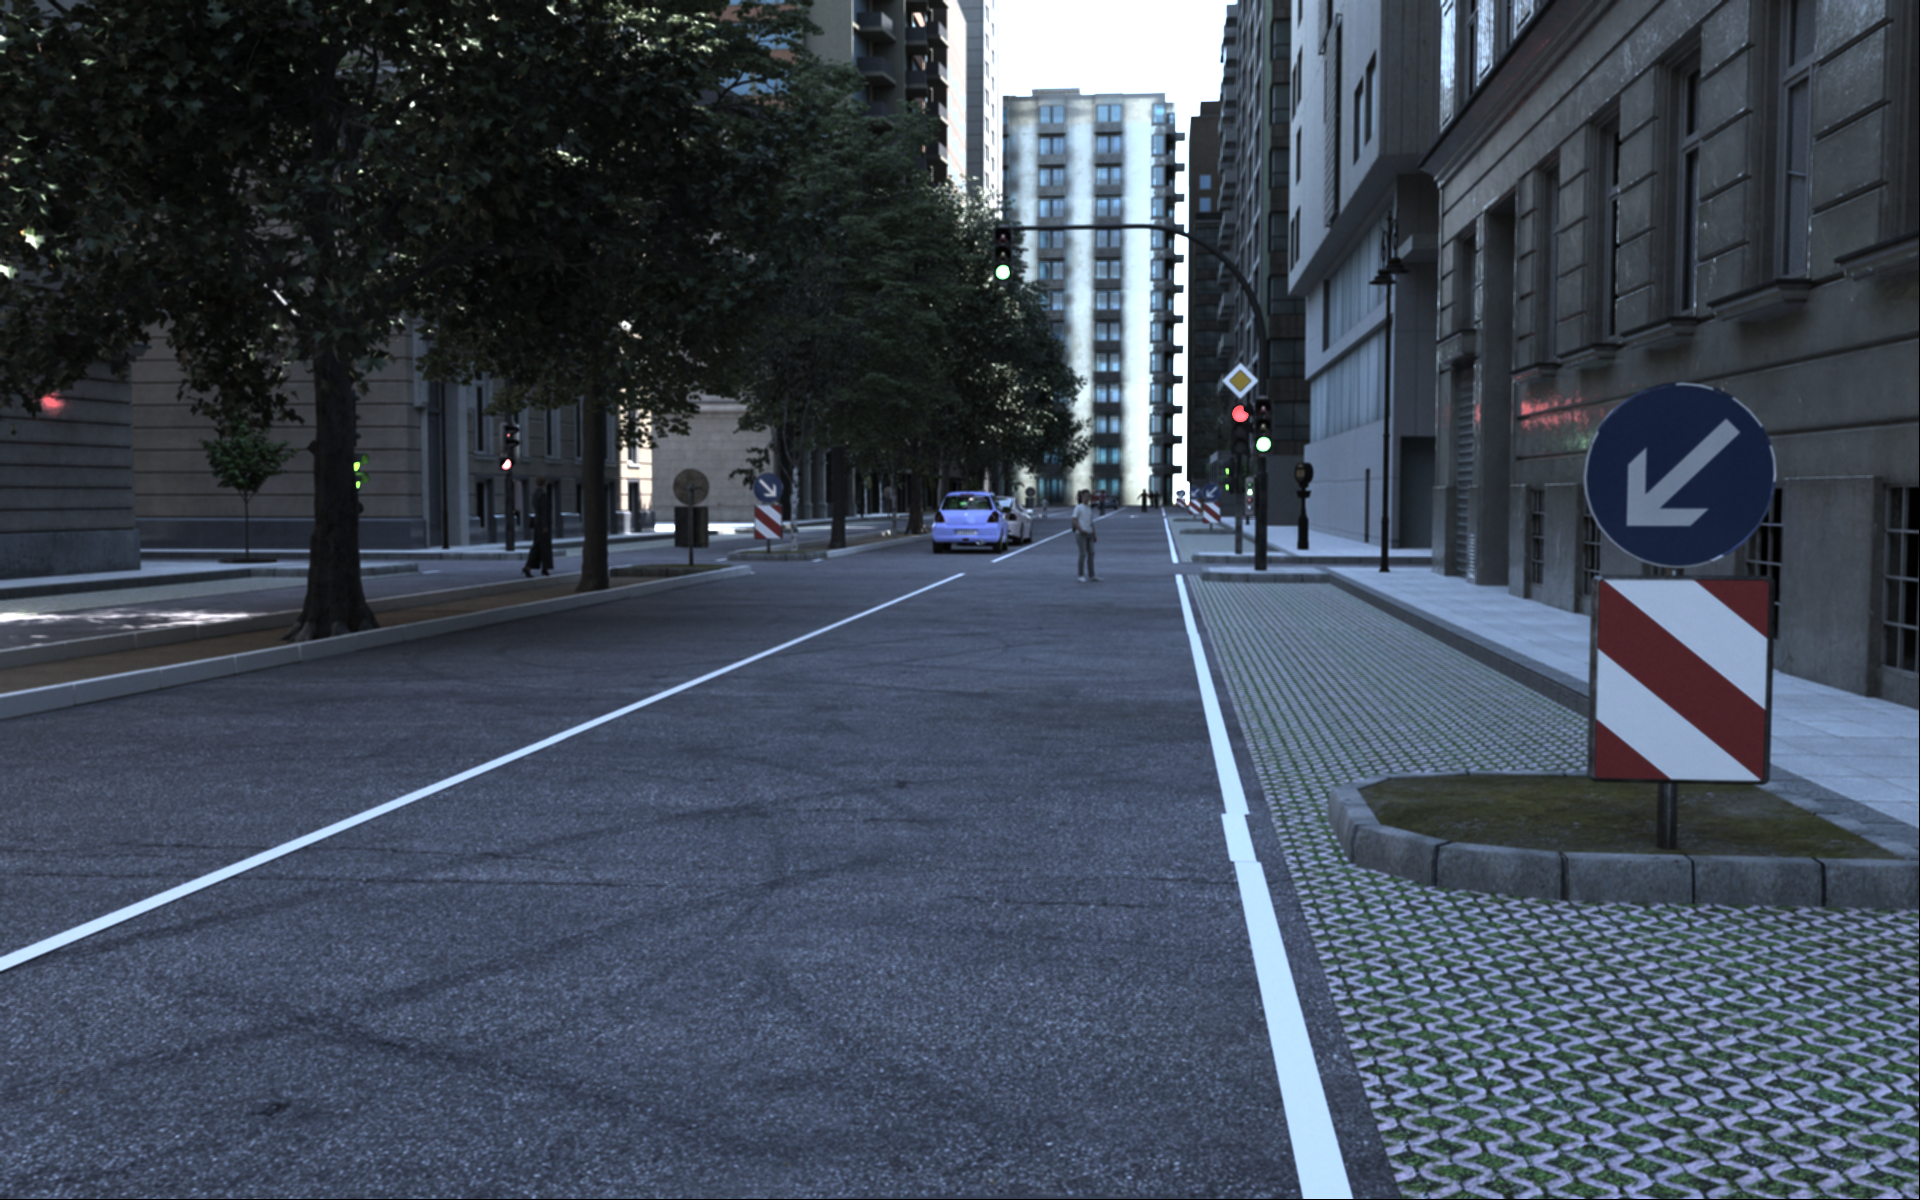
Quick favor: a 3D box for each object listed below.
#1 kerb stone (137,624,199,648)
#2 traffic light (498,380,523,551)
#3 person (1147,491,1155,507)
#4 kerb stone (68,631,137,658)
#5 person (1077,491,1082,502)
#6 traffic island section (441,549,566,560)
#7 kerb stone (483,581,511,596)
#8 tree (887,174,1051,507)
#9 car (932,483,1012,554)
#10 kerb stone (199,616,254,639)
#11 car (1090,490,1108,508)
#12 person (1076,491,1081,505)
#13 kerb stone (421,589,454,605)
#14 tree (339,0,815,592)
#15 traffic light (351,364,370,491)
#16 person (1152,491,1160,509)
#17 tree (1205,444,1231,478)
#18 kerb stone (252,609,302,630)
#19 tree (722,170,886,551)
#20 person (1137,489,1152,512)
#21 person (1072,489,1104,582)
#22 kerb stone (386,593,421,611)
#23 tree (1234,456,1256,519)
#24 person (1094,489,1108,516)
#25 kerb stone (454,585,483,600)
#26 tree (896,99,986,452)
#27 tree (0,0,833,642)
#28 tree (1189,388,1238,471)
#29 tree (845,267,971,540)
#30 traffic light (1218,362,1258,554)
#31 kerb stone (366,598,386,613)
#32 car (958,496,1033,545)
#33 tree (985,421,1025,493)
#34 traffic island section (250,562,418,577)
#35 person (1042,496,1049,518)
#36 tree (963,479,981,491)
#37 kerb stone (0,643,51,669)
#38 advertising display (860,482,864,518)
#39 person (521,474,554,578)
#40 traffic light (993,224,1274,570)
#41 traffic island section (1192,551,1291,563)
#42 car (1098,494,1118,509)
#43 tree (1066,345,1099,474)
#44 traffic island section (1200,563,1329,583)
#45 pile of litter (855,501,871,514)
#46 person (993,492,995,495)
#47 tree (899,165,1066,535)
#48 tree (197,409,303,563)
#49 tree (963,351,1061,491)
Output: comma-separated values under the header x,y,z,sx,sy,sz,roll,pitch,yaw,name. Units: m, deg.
x,y,z,sx,sy,sz,roll,pitch,yaw,name
-7.602,0.349,16.489,0.120,0.150,1.000,0,4,7,kerb stone
-8.015,-3.912,38.635,4.771,5.953,1.251,0,4,7,traffic light
21.152,-11.188,191.440,0.705,1.821,1.348,-2,4,-29,person
-7.721,0.412,15.467,0.120,0.150,1.000,0,4,7,kerb stone
10.903,-9.075,157.611,0.721,1.736,1.217,1,4,21,person
-10.141,-1.021,38.978,2.009,0.180,2.903,0,4,7,traffic island section
-6.661,-0.149,24.625,0.120,0.150,1.000,0,4,7,kerb stone
-0.699,-9.837,69.952,9.857,13.997,8.962,0,3,0,tree
0.290,-2.046,43.042,1.945,1.707,3.694,0,4,5,car
-7.479,0.299,17.510,0.120,0.150,1.000,0,4,7,kerb stone
14.594,-10.471,179.878,2.281,1.827,5.304,0,4,5,car
10.449,-8.653,150.662,0.721,1.739,1.217,-2,4,-32,person
-6.896,-0.024,22.594,0.120,0.150,1.000,0,4,7,kerb stone
-5.409,-6.413,25.432,7.486,12.596,7.792,0,3,0,tree
-11.015,-2.568,30.905,0.839,4.253,0.868,0,4,7,traffic light
19.369,-9.911,171.264,0.721,1.735,1.217,3,5,45,person
17.788,-7.975,114.101,4.285,4.588,4.351,0,3,0,tree
-7.365,0.225,18.524,0.120,0.150,1.000,0,4,7,kerb stone
-3.765,-5.298,39.448,4.360,8.622,3.978,0,3,0,tree
14.538,-7.828,136.447,1.348,1.831,0.705,2,4,29,person
2.068,-1.054,28.322,0.523,1.515,0.503,1,4,16,person
-7.014,0.038,21.579,0.120,0.150,1.000,0,4,7,kerb stone
14.526,-5.772,88.981,1.663,3.219,1.824,0,3,0,tree
9.443,-6.513,115.702,0.721,1.743,1.217,-3,5,-42,person
-6.788,-0.087,23.611,0.120,0.150,1.000,0,4,7,kerb stone
-3.245,-7.629,45.320,7.486,12.596,7.792,0,3,0,tree
-6.132,-5.954,16.821,9.611,12.733,9.660,0,3,0,tree
17.980,-10.307,118.877,4.360,8.622,3.978,0,3,0,tree
-1.986,-6.080,52.231,4.737,8.622,4.395,0,3,0,tree
5.955,-2.942,37.015,0.839,4.253,0.868,0,4,7,traffic light
-7.131,0.100,20.564,0.120,0.150,1.000,0,4,7,kerb stone
1.013,-2.287,49.750,2.083,1.381,4.827,0,4,7,car
1.602,-8.129,85.727,4.737,8.622,4.395,0,3,0,tree
-11.054,-0.536,31.045,2.009,0.180,2.903,0,4,7,traffic island section
5.119,-5.604,104.410,0.425,1.301,0.394,-1,4,-17,person
1.322,-10.219,161.676,1.663,3.219,1.824,0,3,0,tree
-7.832,0.476,14.451,0.120,0.150,1.000,0,4,7,kerb stone
-5.321,-5.427,93.941,0.123,1.923,0.974,0,4,-7,advertising display
-7.207,-1.273,29.728,0.576,1.772,0.534,2,4,31,person
2.954,-3.334,29.179,4.771,5.953,1.251,0,4,7,traffic light
5.993,-0.908,37.124,2.009,0.180,2.903,0,4,7,traffic island section
13.915,-9.233,162.969,2.014,1.417,4.499,0,4,7,car
2.586,-10.618,93.068,9.611,12.733,9.660,0,3,0,tree
5.081,-0.423,29.191,2.009,0.180,2.903,0,4,7,traffic island section
-6.405,-5.841,109.472,1.719,0.858,1.176,1,4,17,pile of litter
2.776,-8.873,153.446,0.709,1.838,0.599,-2,4,-23,person
-1.521,-8.608,60.205,9.611,12.733,9.660,0,3,0,tree
-13.525,-2.320,32.529,1.663,3.219,1.824,0,3,0,tree
0.506,-8.723,79.495,8.767,10.594,7.601,0,4,7,tree
